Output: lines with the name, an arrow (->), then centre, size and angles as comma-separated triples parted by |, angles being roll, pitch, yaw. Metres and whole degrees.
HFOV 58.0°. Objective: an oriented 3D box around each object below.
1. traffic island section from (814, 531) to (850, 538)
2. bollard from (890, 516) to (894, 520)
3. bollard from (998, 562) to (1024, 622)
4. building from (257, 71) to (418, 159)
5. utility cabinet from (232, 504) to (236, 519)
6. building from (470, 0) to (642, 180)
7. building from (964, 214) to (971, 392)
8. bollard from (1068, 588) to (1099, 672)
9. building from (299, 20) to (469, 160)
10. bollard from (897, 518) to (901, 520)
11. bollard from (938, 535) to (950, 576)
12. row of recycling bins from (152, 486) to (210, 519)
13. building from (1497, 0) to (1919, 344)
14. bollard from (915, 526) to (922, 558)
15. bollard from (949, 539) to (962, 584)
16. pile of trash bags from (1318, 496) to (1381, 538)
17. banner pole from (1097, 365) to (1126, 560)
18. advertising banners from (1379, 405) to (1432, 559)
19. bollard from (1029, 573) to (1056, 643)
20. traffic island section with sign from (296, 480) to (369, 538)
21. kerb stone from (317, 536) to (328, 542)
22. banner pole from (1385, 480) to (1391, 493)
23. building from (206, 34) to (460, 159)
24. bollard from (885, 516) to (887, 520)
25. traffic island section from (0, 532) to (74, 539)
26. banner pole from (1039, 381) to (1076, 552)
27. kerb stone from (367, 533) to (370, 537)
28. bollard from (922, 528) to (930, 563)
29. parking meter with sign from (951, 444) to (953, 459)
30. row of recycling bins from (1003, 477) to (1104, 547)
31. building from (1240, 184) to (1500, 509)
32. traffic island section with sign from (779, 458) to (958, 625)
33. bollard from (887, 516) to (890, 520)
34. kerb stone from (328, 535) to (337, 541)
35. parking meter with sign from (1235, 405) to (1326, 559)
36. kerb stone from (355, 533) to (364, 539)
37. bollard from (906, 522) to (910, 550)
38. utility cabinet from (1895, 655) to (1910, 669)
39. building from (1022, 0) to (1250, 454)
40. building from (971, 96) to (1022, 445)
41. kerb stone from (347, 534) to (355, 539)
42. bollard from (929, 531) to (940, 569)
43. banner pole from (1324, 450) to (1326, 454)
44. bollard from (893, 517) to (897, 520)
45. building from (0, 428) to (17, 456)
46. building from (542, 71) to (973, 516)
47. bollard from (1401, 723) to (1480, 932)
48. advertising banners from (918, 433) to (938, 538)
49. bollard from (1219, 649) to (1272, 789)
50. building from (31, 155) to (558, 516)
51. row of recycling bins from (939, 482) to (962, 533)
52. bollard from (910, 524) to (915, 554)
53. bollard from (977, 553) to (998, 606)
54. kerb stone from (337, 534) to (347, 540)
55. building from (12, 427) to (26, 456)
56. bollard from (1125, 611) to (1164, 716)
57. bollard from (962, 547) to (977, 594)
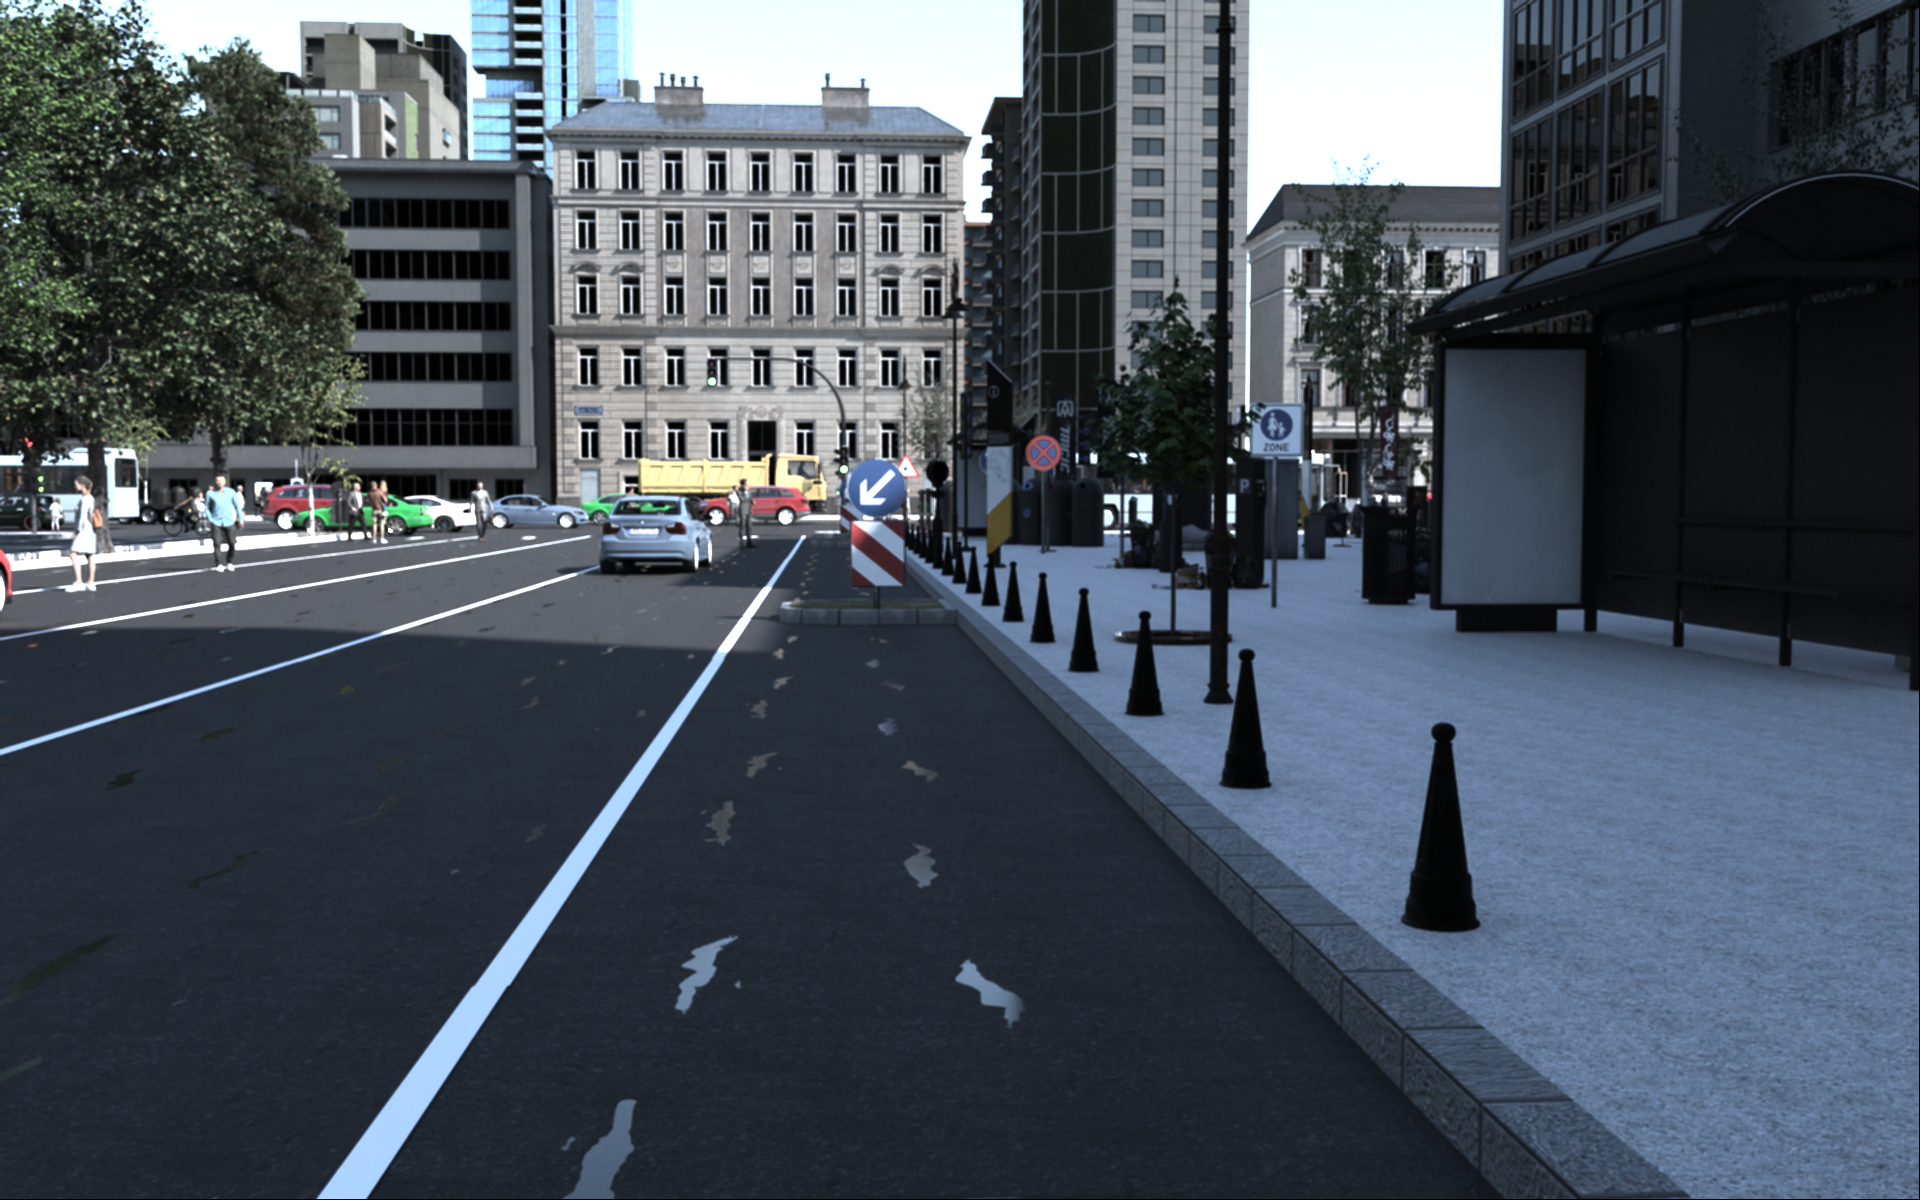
traffic island section -> -3.882, -2.198, 58.211 | 2.009, 0.180, 2.903 | 0, 4, -4
bollard -> -1.815, -2.046, 49.501 | 0.229, 0.601, 0.229 | 0, 3, 0
bollard -> 0.536, -0.088, 17.479 | 0.229, 0.601, 0.229 | 0, 3, 0
building -> -61.784, -29.771, 170.346 | 14.154, 41.232, 14.086 | 0, 4, -4
utility cabinet -> -37.695, -4.768, 89.123 | 1.020, 1.237, 0.306 | -2, 4, -32
building -> -61.844, -58.368, 266.987 | 31.000, 86.520, 22.319 | 0, 4, -4
building -> -3.174, -37.820, 272.982 | 28.867, 44.769, 22.147 | 0, 4, -4
bollard -> 0.897, 0.213, 12.556 | 0.229, 0.601, 0.229 | 0, 3, 0
building -> -87.598, -50.616, 265.817 | 20.611, 71.187, 20.563 | 0, 4, -4
bollard -> -1.454, -1.745, 44.576 | 0.229, 0.601, 0.229 | 0, 3, 0
bollard -> -0.188, -0.691, 27.340 | 0.229, 0.601, 0.229 | 0, 3, 0
row of recycling bins -> -40.255, -5.081, 90.184 | 1.069, 1.692, 3.534 | 2, 4, 35
building -> 21.602, -12.918, 30.283 | 14.314, 24.678, 30.058 | 0, 4, -4
bollard -> -0.724, -1.142, 34.716 | 0.229, 0.601, 0.229 | 0, 3, 0
bollard -> -0.006, -0.540, 24.875 | 0.229, 0.601, 0.229 | 0, 3, 0
pile of trash bags -> 11.730, -2.783, 55.252 | 3.447, 1.369, 1.912 | 1, 4, 12
banner pole -> 2.963, -2.660, 33.510 | 0.863, 3.779, 0.401 | -2, 4, -34
advertising banners -> 8.869, -2.285, 33.542 | 0.090, 3.025, 2.074 | -2, 4, -34
bollard -> 0.717, 0.063, 15.020 | 0.229, 0.601, 0.229 | 0, 3, 0
traffic island section with sign -> -20.651, -3.002, 57.227 | 2.006, 1.907, 1.989 | 0, 4, -4
kerb stone -> -19.196, -1.810, 51.785 | 0.120, 0.150, 1.000 | 0, 4, -4
banner pole -> 36.667, -9.598, 146.937 | 0.863, 3.779, 0.401 | -1, 4, -17
building -> -66.894, -34.497, 187.727 | 21.600, 48.544, 21.300 | 0, 4, -4
bollard -> -2.172, -2.348, 54.423 | 0.229, 0.601, 0.229 | 0, 3, 0
traffic island section -> -30.104, -2.081, 56.302 | 2.009, 0.180, 2.903 | 0, 4, -4
banner pole -> 2.179, -2.962, 38.443 | 0.863, 3.779, 0.401 | 1, 4, 17
kerb stone -> -19.576, -2.123, 56.911 | 0.120, 0.150, 1.000 | 0, 4, -4
bollard -> -0.549, -0.992, 32.257 | 0.229, 0.601, 0.229 | 0, 3, 0
parking meter with sign -> 0.613, -3.838, 59.010 | 1.738, 3.016, 0.543 | -1, 4, -10
row of recycling bins -> 2.194, -2.217, 43.366 | 1.069, 1.692, 3.534 | -3, 5, -45
building -> 20.607, -15.815, 109.487 | 40.483, 20.767, 10.553 | 0, 4, -4
traffic island section with sign -> -1.081, -0.693, 19.955 | 1.989, 1.847, 2.006 | 0, 4, -4
bollard -> -1.990, -2.197, 51.960 | 0.229, 0.601, 0.229 | 0, 3, 0
kerb stone -> -19.271, -1.872, 52.808 | 0.120, 0.150, 1.000 | 0, 4, -4
parking meter with sign -> 6.320, -2.317, 34.137 | 1.738, 3.016, 0.543 | 0, 4, -4
kerb stone -> -19.495, -2.061, 55.888 | 0.120, 0.150, 1.000 | 0, 4, -4
bollard -> -1.088, -1.443, 39.631 | 0.229, 0.601, 0.229 | 0, 3, 0
utility cabinet -> 6.995, -0.206, 12.041 | 0.318, 1.500, 1.173 | 0, 3, 0
building -> 14.979, -44.427, 164.627 | 20.563, 71.187, 20.611 | 0, 4, -4
building -> 13.731, -32.751, 190.101 | 22.147, 44.769, 28.867 | 0, 4, -4
kerb stone -> -19.429, -1.998, 54.861 | 0.120, 0.150, 1.000 | 0, 4, -4
bollard -> -0.369, -0.841, 29.797 | 0.229, 0.601, 0.229 | 0, 3, 0
banner pole -> 20.415, -6.596, 97.861 | 0.863, 3.779, 0.401 | -2, 4, -31
bollard -> -1.631, -1.896, 47.034 | 0.229, 0.601, 0.229 | 0, 3, 0
building -> -68.829, -14.635, 106.736 | 16.811, 18.784, 16.820 | 0, 4, -4
building -> -12.183, -19.008, 108.049 | 25.104, 27.353, 12.463 | 0, 4, -4
bollard -> 1.438, 0.665, 5.166 | 0.229, 0.601, 0.229 | 0, 3, 0
advertising banners -> -0.935, -3.320, 50.470 | 0.090, 3.025, 2.074 | -1, 4, -15
bollard -> 1.259, 0.515, 7.624 | 0.229, 0.601, 0.229 | 0, 3, 0
building -> -39.781, -17.632, 107.357 | 30.058, 24.678, 14.314 | 0, 4, -4
row of recycling bins -> 1.030, -3.090, 57.638 | 3.534, 1.692, 1.069 | -1, 4, -11
bollard -> -0.904, -1.292, 37.173 | 0.229, 0.601, 0.229 | 0, 3, 0
bollard -> 0.354, -0.238, 19.939 | 0.229, 0.601, 0.229 | 0, 3, 0
kerb stone -> -19.349, -1.935, 53.838 | 0.120, 0.150, 1.000 | 0, 4, -4
building -> -91.870, -20.726, 183.905 | 28.899, 21.520, 27.650 | 0, 4, -4
bollard -> 1.076, 0.364, 10.090 | 0.229, 0.601, 0.229 | 0, 3, 0
bollard -> 0.176, -0.390, 22.416 | 0.229, 0.601, 0.229 | 0, 3, 0
